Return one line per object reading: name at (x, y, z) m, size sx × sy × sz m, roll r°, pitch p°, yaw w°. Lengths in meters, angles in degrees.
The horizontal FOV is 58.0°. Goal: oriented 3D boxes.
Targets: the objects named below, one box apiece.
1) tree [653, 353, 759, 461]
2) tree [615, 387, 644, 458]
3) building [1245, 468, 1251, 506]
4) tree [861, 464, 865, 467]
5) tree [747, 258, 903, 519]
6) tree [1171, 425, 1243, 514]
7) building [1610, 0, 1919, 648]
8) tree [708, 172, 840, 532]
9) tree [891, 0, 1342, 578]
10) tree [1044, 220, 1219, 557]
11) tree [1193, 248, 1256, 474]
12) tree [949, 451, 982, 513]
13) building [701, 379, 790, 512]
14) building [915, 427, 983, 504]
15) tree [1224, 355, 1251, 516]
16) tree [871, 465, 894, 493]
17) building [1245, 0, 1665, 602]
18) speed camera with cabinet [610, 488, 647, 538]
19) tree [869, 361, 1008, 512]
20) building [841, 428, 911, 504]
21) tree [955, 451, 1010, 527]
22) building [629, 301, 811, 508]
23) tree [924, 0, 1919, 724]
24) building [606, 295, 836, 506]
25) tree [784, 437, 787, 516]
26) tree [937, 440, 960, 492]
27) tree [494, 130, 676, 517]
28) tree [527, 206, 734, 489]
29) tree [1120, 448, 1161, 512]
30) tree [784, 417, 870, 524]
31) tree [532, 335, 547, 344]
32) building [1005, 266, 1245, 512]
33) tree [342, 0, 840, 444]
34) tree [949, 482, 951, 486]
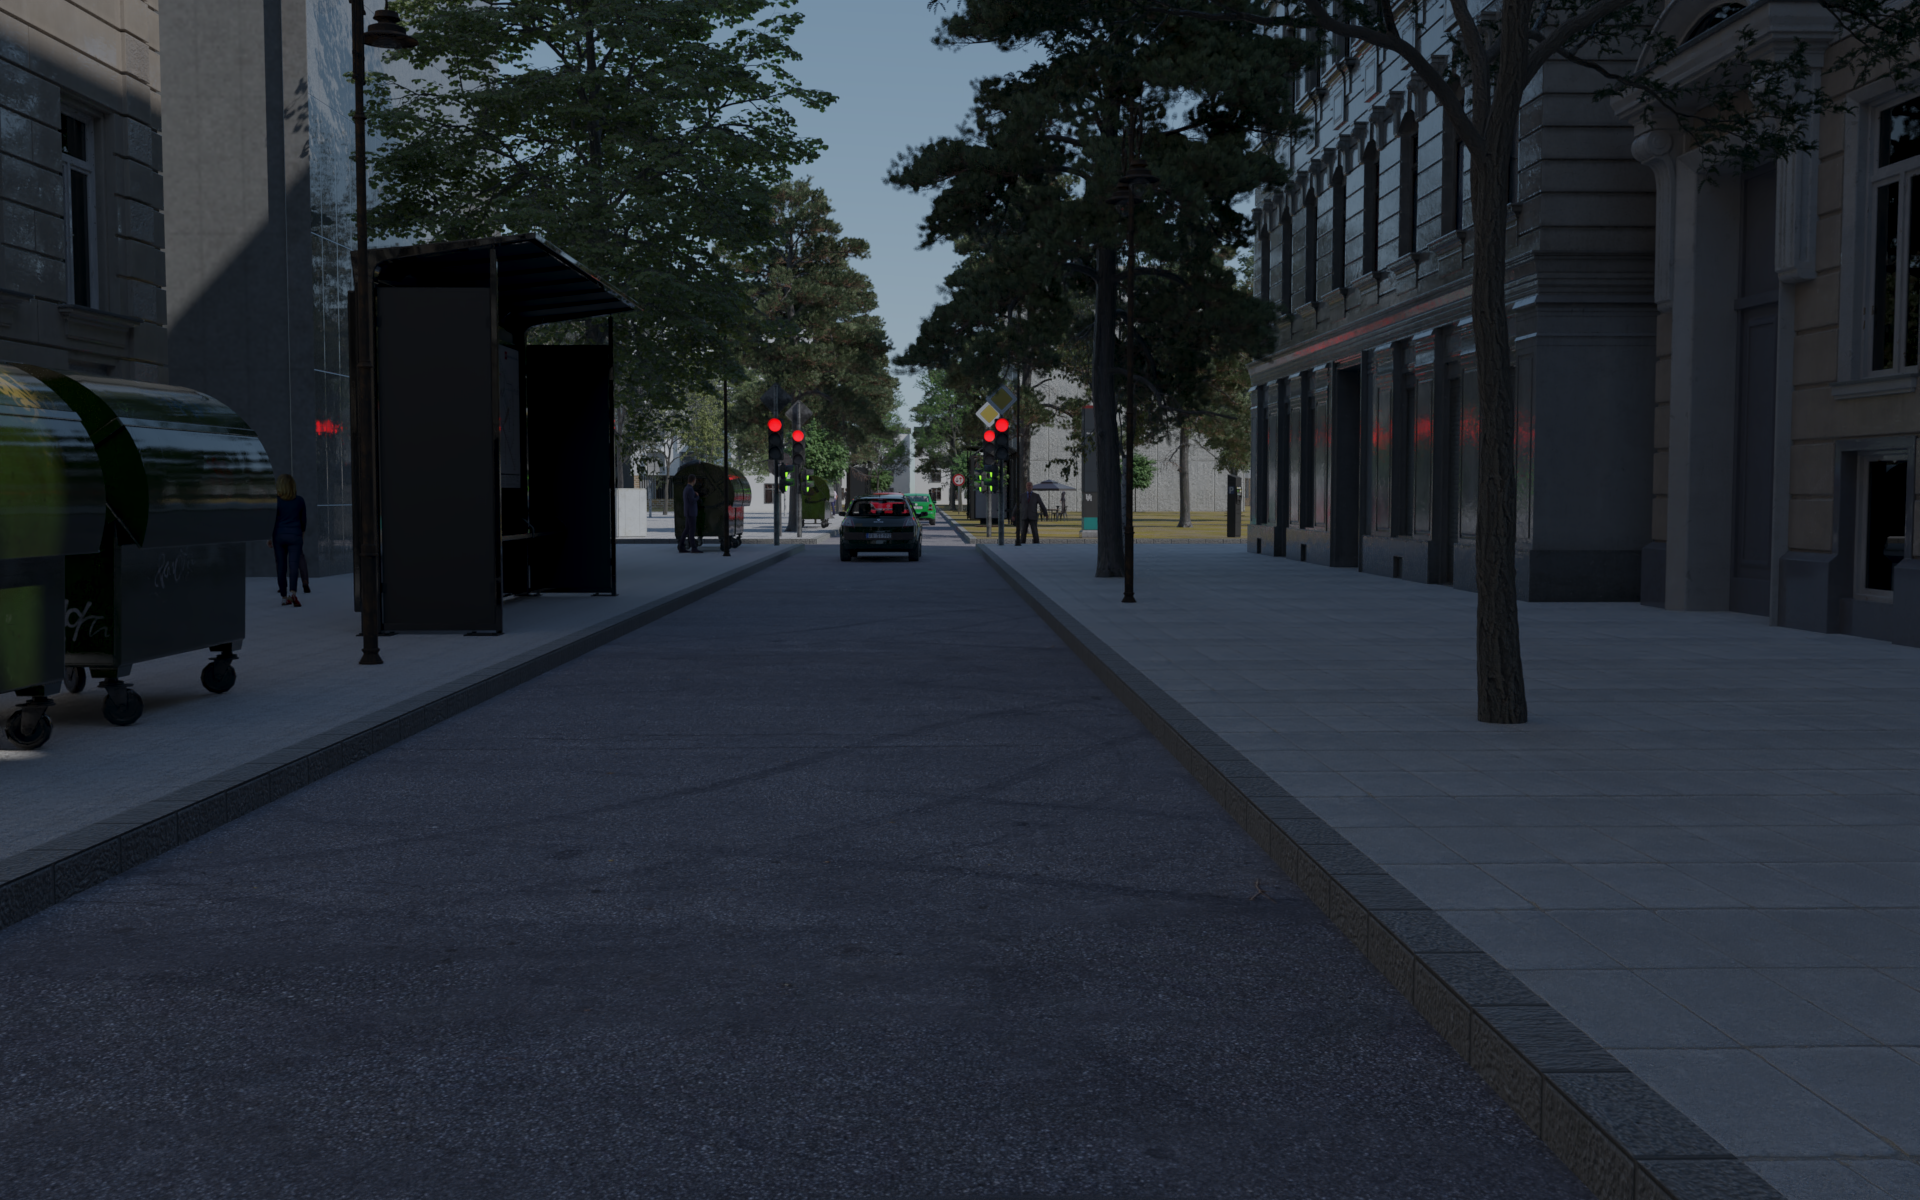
tree at (-12.292, -8.040, 81.823) m, size 4.737 × 8.622 × 4.395 m, roll 0°, pitch 3°, yaw 0°
tree at (-17.772, -10.488, 105.898) m, size 7.601 × 10.594 × 8.767 m, roll 1°, pitch 4°, yaw 11°
building at (35.872, -20.437, 190.559) m, size 11.380 × 20.091 × 16.016 m, roll 0°, pitch 4°, yaw -1°
tree at (-8.133, -13.900, 153.020) m, size 9.928 × 11.665 × 9.643 m, roll 0°, pitch 3°, yaw 0°
tree at (-7.056, -11.194, 90.443) m, size 7.806 × 13.903 × 7.818 m, roll 0°, pitch 3°, yaw 0°
tree at (17.873, -12.443, 113.809) m, size 12.009 × 13.543 × 11.850 m, roll 0°, pitch 3°, yaw 0°
building at (14.285, -13.679, 9.561) m, size 13.634 × 28.700 × 20.117 m, roll 0°, pitch 4°, yaw -1°
tree at (-5.581, -8.364, 58.812) m, size 6.751 × 12.117 × 7.091 m, roll 0°, pitch 3°, yaw 0°
tree at (2.253, -6.391, 26.551) m, size 6.751 × 12.117 × 7.091 m, roll 0°, pitch 3°, yaw 0°
tree at (3.312, -5.185, 35.130) m, size 4.360 × 8.622 × 3.978 m, roll 0°, pitch 3°, yaw 0°
tree at (14.316, -10.712, 81.803) m, size 9.857 × 13.997 × 8.962 m, roll 0°, pitch 3°, yaw 0°
tree at (0.859, -8.168, 117.266) m, size 4.285 × 4.588 × 4.351 m, roll 0°, pitch 3°, yaw 0°
building at (-16.397, -12.130, 140.476) m, size 9.099 × 9.664 × 28.070 m, roll 0°, pitch 4°, yaw -1°
building at (8.188, -16.998, 220.071) m, size 28.070 × 9.664 × 9.099 m, roll 0°, pitch 4°, yaw -1°
tree at (15.856, -10.677, 100.328) m, size 9.928 × 11.665 × 9.643 m, roll 0°, pitch 3°, yaw 0°
tree at (-8.867, -12.591, 189.577) m, size 4.285 × 4.588 × 4.351 m, roll 0°, pitch 3°, yaw 0°
building at (11.230, -10.993, 28.891) m, size 9.793 × 20.994 × 18.267 m, roll 0°, pitch 4°, yaw -1°
speed camera with cabinet at (-10.289, -3.471, 51.090) m, size 2.038 × 3.252 × 0.660 m, roll -3°, pitch 4°, yaw -39°
tree at (0.095, -12.182, 124.931) m, size 9.928 × 11.665 × 9.643 m, roll 0°, pitch 3°, yaw 0°
building at (-20.249, -16.963, 219.495) m, size 28.070 × 9.664 × 9.099 m, roll 0°, pitch 4°, yaw -1°
tree at (0.971, -4.447, 67.310) m, size 1.663 × 3.219 × 1.824 m, roll 0°, pitch 3°, yaw 0°
building at (-21.519, -18.562, 159.906) m, size 16.016 × 20.091 × 11.380 m, roll 0°, pitch 4°, yaw -1°
tree at (2.722, -4.591, 9.484) m, size 7.601 × 10.594 × 8.767 m, roll 0°, pitch 4°, yaw -2°
building at (-29.663, -20.746, 183.166) m, size 32.646 × 21.610 × 27.936 m, roll 0°, pitch 4°, yaw -1°
tree at (-10.028, -9.091, 98.993) m, size 4.737 × 8.622 × 4.395 m, roll 0°, pitch 3°, yaw 0°
tree at (-0.866, -14.217, 182.812) m, size 4.737 × 8.622 × 4.395 m, roll 0°, pitch 3°, yaw 0°
tree at (-7.414, -5.106, 33.845) m, size 4.360 × 8.622 × 3.978 m, roll 0°, pitch 3°, yaw 0°
tree at (-14.180, -9.919, 72.538) m, size 12.009 × 13.543 × 11.850 m, roll 0°, pitch 3°, yaw 0°
tree at (12.566, -8.526, 123.110) m, size 4.285 × 4.588 × 4.351 m, roll 0°, pitch 3°, yaw 0°
tree at (-6.230, -5.542, 74.332) m, size 4.285 × 4.588 × 4.351 m, roll 0°, pitch 3°, yaw 0°
tree at (-22.171, -9.614, 82.951) m, size 9.928 × 11.665 × 9.643 m, roll 0°, pitch 3°, yaw 0°
building at (12.294, -16.897, 142.723) m, size 16.747 × 18.905 × 31.486 m, roll 0°, pitch 4°, yaw -1°
tree at (-5.811, -6.675, 27.260) m, size 7.486 × 12.596 × 7.792 m, roll 0°, pitch 3°, yaw 0°
tree at (0.091, -9.135, 143.955) m, size 1.663 × 3.219 × 1.824 m, roll 0°, pitch 3°, yaw 0°
